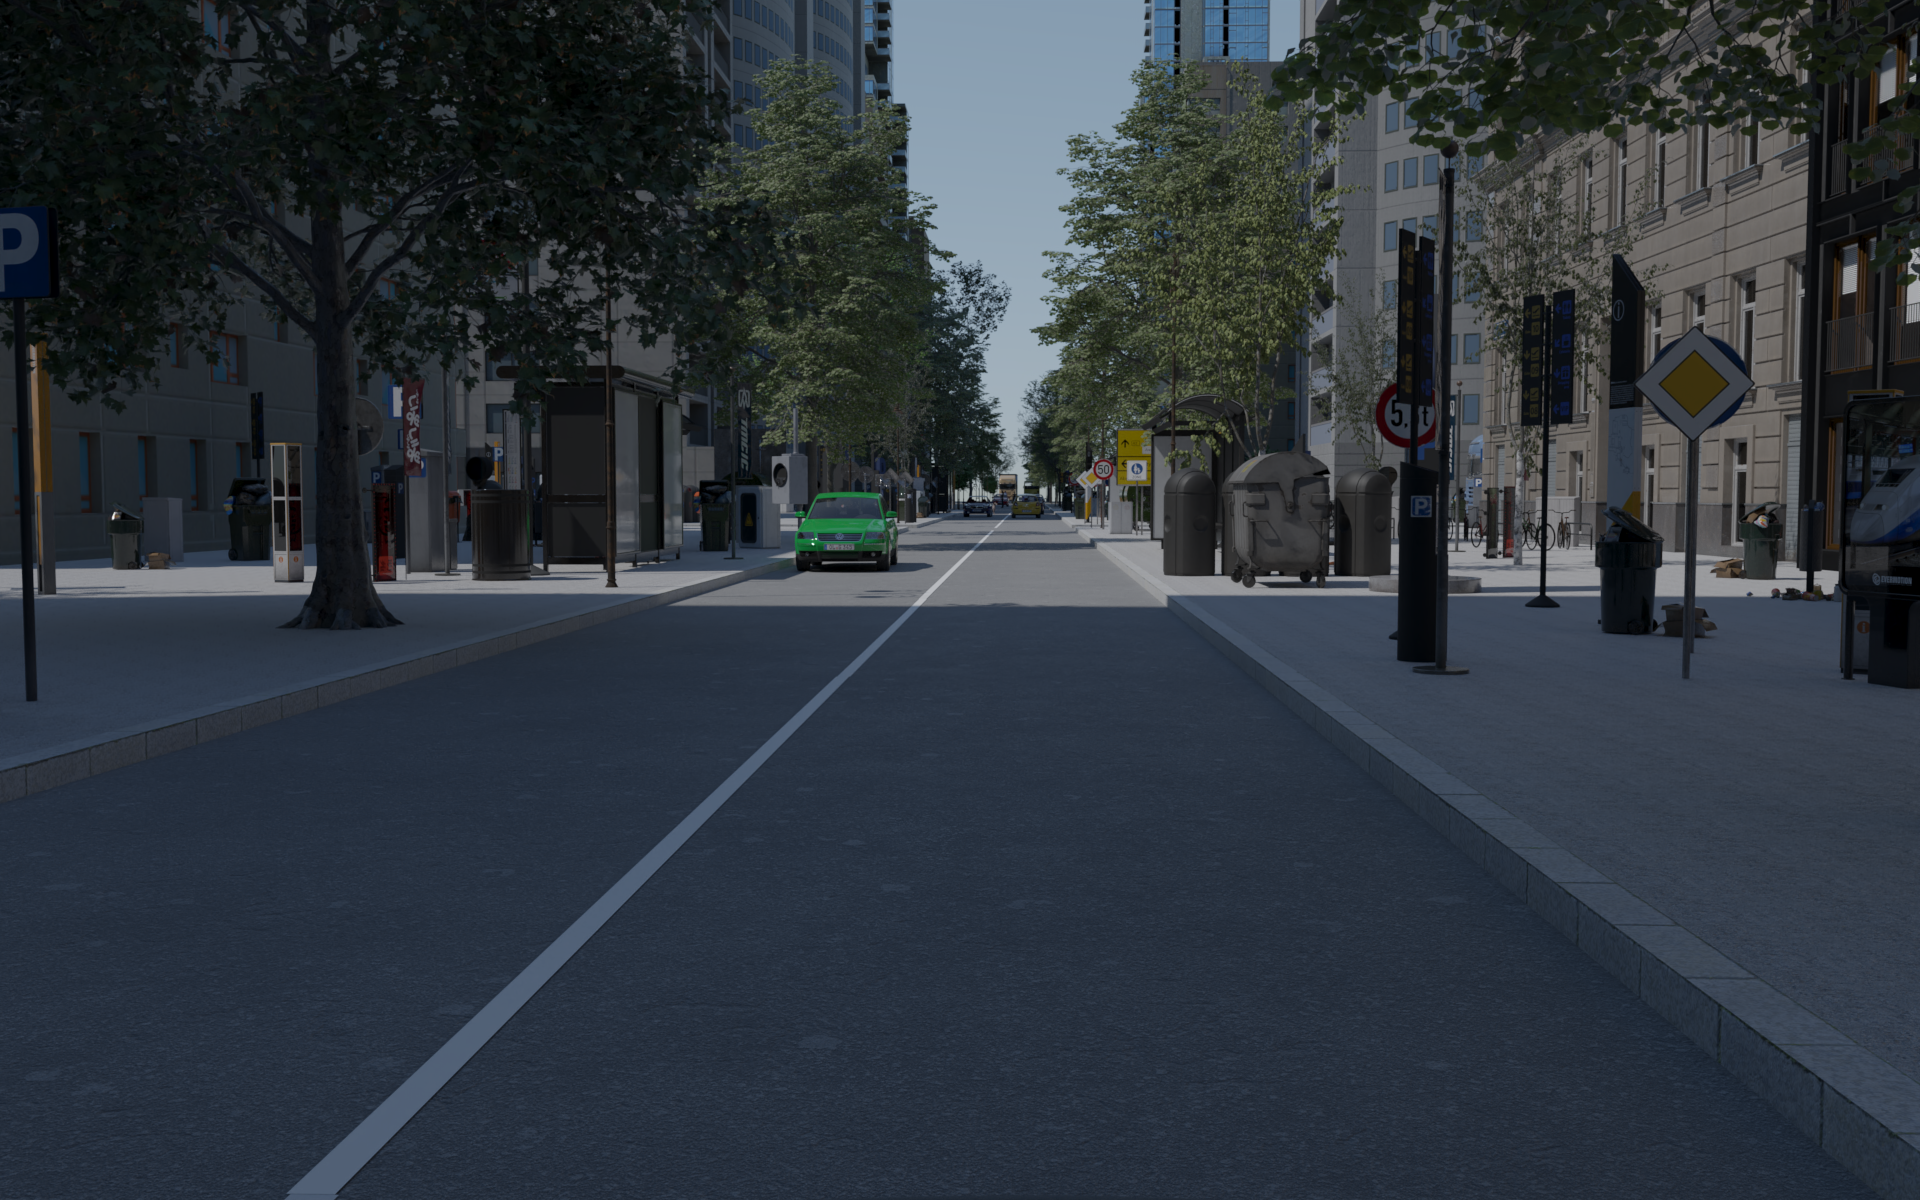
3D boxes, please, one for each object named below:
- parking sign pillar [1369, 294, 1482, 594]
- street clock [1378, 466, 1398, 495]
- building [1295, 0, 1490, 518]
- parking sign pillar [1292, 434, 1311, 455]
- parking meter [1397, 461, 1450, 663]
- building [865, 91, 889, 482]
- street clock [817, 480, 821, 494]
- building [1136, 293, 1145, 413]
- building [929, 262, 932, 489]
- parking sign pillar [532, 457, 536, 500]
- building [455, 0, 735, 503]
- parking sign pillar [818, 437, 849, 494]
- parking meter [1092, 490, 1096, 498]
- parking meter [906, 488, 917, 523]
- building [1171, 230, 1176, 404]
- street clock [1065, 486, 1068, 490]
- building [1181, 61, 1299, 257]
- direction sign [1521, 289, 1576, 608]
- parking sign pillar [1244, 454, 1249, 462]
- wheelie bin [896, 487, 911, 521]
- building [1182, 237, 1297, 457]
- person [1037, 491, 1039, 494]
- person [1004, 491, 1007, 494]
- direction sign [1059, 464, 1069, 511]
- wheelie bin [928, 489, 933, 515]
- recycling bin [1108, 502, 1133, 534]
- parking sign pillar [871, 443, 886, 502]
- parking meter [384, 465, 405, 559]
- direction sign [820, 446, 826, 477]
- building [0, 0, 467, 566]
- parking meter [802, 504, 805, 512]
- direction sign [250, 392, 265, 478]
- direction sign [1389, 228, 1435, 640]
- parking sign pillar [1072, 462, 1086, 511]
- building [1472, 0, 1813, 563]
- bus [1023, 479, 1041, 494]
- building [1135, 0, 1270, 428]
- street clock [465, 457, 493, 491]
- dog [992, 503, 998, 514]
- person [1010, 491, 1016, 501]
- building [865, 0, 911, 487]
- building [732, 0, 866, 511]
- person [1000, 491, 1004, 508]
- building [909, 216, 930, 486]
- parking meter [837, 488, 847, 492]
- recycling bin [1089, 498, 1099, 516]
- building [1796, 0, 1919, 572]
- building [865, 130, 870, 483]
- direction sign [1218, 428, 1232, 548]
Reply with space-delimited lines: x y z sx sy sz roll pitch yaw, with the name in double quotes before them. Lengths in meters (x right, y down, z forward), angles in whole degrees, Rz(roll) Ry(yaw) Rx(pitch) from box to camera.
"parking sign pillar" 6.149 -2.099 22.795 1.447 3.967 1.447 1 4 12
"street clock" 11.145 -2.485 45.204 0.471 2.002 0.358 0 4 -3
"building" 33.743 -33.692 92.860 28.212 58.520 21.231 0 4 2
"parking sign pillar" 15.276 -5.470 77.901 1.447 3.967 1.447 -1 4 -16
"parking meter" 3.561 -0.299 13.307 0.372 1.533 0.369 0 3 0
"building" -19.836 -35.435 203.071 21.300 48.544 21.600 0 4 2
"street clock" -7.561 -5.286 90.997 0.471 2.002 0.358 -1 4 -16
"building" 42.631 -36.895 295.116 32.217 40.220 23.993 0 4 2
"building" -12.254 -37.495 296.628 14.154 41.232 14.086 0 4 2
"parking sign pillar" -22.423 -6.136 88.789 1.447 3.967 1.447 1 4 23
"building" -21.693 -40.361 98.155 20.563 71.187 20.611 0 4 2
"parking sign pillar" -5.536 -5.430 77.251 1.447 3.967 1.447 3 5 42
"parking meter" 9.341 -6.826 120.009 0.372 1.533 0.369 0 3 0
"parking meter" -2.147 -4.272 78.252 0.372 1.533 0.369 0 3 0
"building" 29.050 -25.101 182.106 14.160 30.474 14.107 0 4 2
"street clock" 9.170 -8.727 147.254 0.471 2.002 0.358 -1 4 -12
"building" 28.223 -29.598 167.514 14.154 41.232 14.086 0 4 2
"direction sign" 6.627 -1.688 19.597 0.379 3.537 0.876 -1 4 -19
"parking sign pillar" 19.211 -7.666 113.804 1.447 3.967 1.447 1 4 12
"wheelie bin" -2.596 -4.550 82.297 0.980 1.594 0.693 2 4 32
"building" 31.096 -17.468 130.636 27.650 21.520 28.899 0 4 2
"person" 9.184 -11.894 202.976 0.705 1.824 1.348 -1 4 -16
"person" 5.647 -12.597 214.327 0.709 1.838 0.599 1 4 22
"direction sign" 7.751 -8.362 128.722 0.876 3.537 0.379 -2 4 -31
"wheelie bin" -2.137 -6.014 106.243 0.980 1.594 0.693 1 4 11
"recycling bin" 5.148 -2.633 55.596 0.722 1.027 0.722 0 4 1
"parking sign pillar" -4.344 -6.359 92.443 1.447 3.967 1.447 1 4 15
"parking meter" -11.226 -1.755 34.401 0.255 1.863 0.399 1 4 12
"direction sign" -6.193 -5.458 81.242 0.876 3.537 0.379 -2 4 -35
"building" -31.127 -12.097 42.829 28.899 21.520 27.650 0 4 2
"parking meter" -9.057 -5.694 101.501 0.372 1.533 0.369 0 3 0
"direction sign" -15.669 -2.856 38.690 0.379 3.537 0.876 -3 4 -37
"direction sign" 3.987 -1.419 15.205 0.379 3.537 0.876 2 4 33
"parking sign pillar" 8.608 -8.129 121.385 1.447 3.967 1.447 -3 5 -40
"building" 21.474 -14.930 41.376 12.463 27.353 25.104 0 4 2
"bus" 11.550 -17.564 278.724 2.896 3.916 12.252 0 4 2
"building" 36.056 -58.338 266.501 22.319 86.520 31.000 0 4 2
"street clock" -9.291 -1.770 33.516 0.471 2.002 0.358 1 4 17
"dog" 2.247 -6.459 122.443 0.513 0.831 0.800 -2 4 -30
"person" 6.347 -11.757 201.443 1.217 1.735 0.721 -1 4 -13
"building" -17.648 -57.847 258.462 22.319 86.520 31.000 0 4 2
"building" -20.709 -38.007 163.420 21.231 58.520 28.212 0 4 2
"person" 4.253 -10.232 176.515 0.721 1.735 1.217 -1 4 -12
"building" -12.268 -38.653 282.079 14.600 45.320 14.200 0 4 2
"parking meter" -4.570 -3.590 67.110 0.372 1.533 0.369 0 3 0
"recycling bin" 7.899 -5.532 103.006 0.722 1.027 0.722 2 4 23
"building" 20.269 -11.706 21.069 12.332 23.373 15.834 0 4 2
"building" -17.273 -30.663 184.936 14.154 41.232 14.086 0 4 2
"direction sign" 6.280 -3.014 41.276 0.379 3.537 0.876 -1 4 -14
